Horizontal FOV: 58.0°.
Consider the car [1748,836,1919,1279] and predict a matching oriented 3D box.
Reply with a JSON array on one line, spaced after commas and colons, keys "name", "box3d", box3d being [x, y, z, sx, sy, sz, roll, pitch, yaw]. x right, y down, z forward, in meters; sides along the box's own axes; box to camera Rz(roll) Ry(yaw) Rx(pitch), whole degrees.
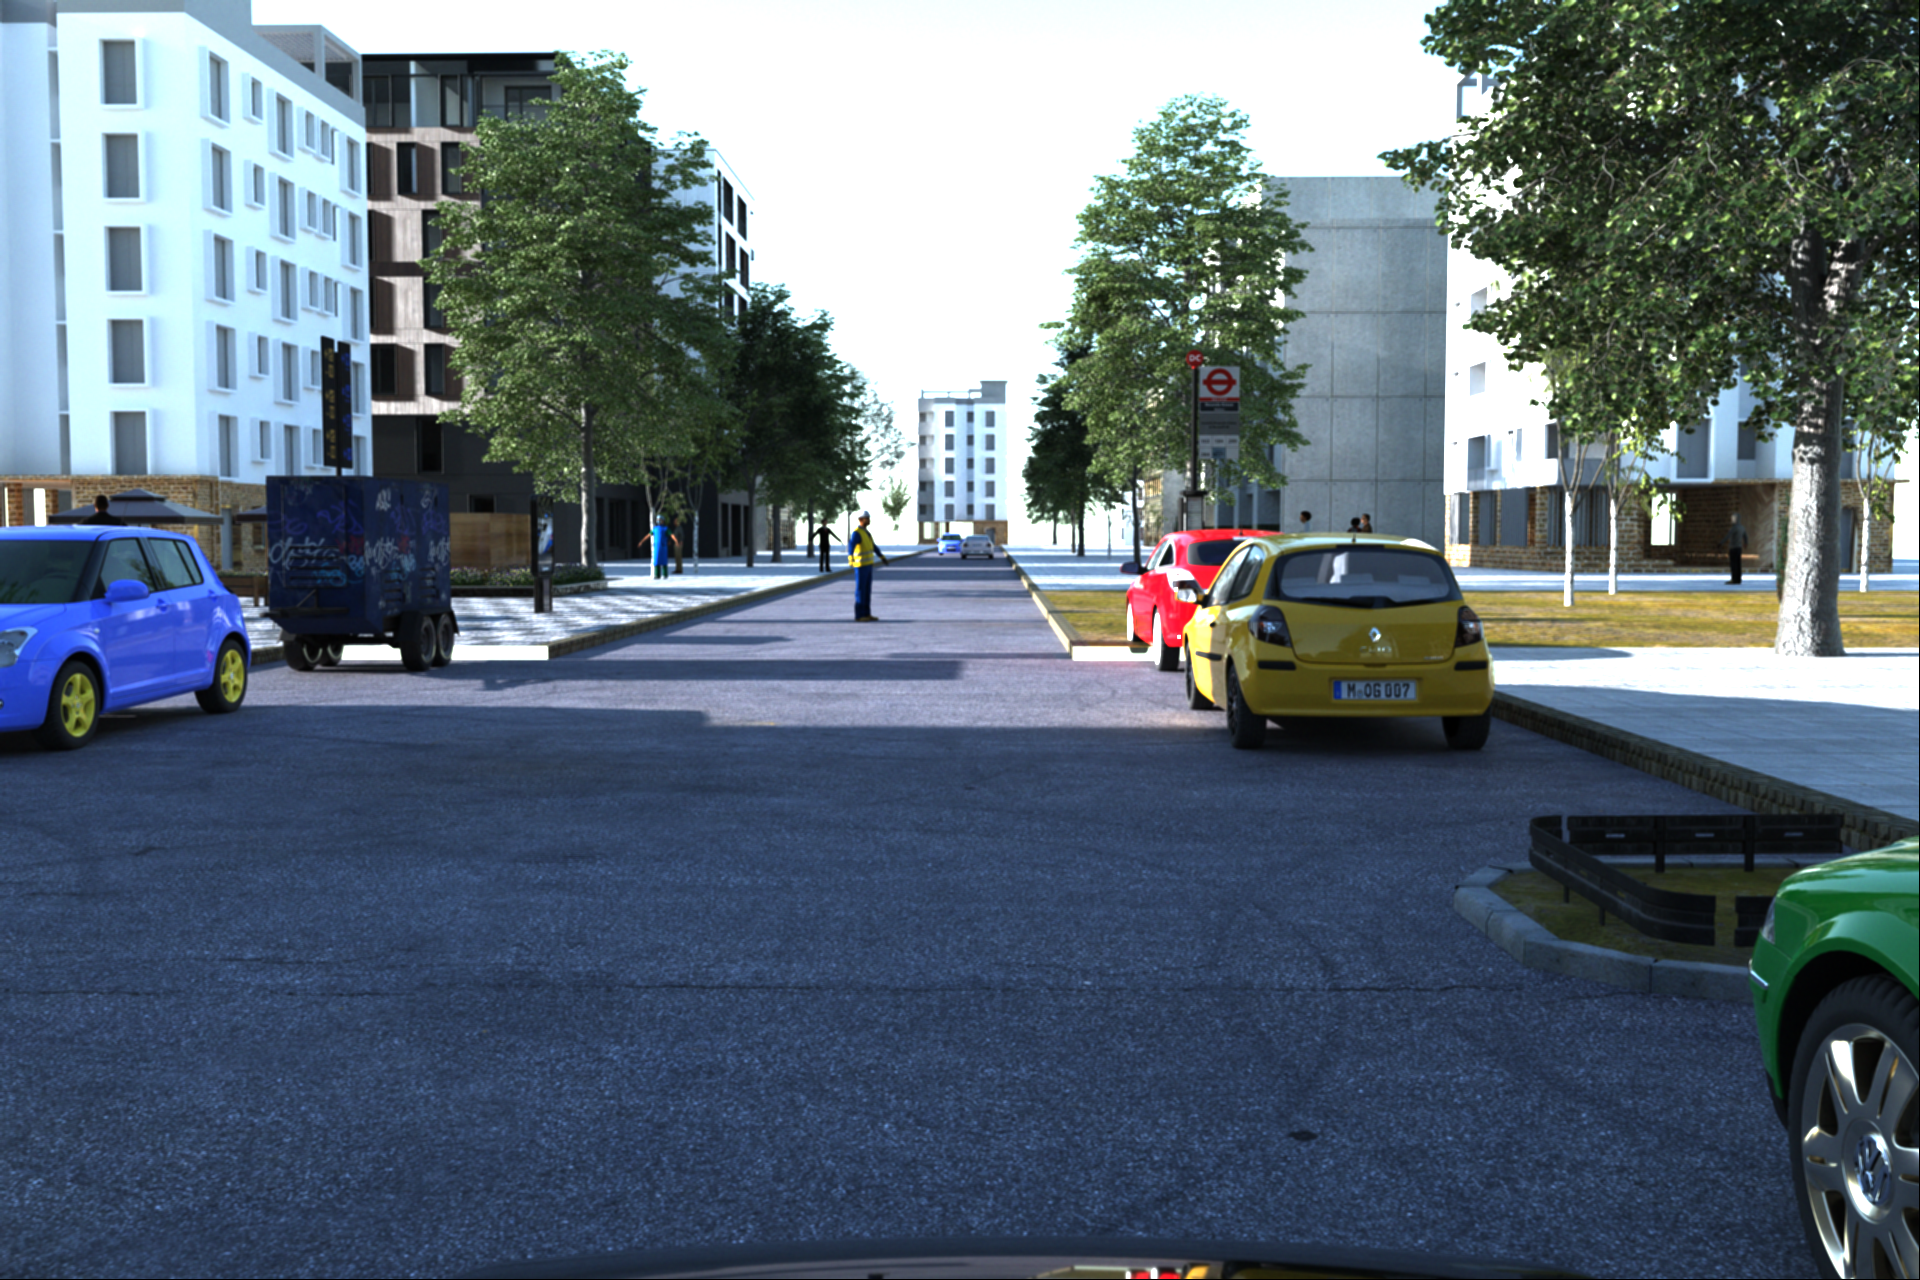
[{"name": "car", "box3d": [2.439, 0.441, 1.588, 1.959, 1.807, 4.718, 0, 3, 0]}]

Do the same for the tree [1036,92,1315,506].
[{"name": "tree", "box3d": [5.742, -7.784, 45.399, 7.486, 12.596, 7.792, 0, 3, 0]}]

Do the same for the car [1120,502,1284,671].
[{"name": "car", "box3d": [2.934, -0.645, 19.580, 2.155, 1.783, 4.494, 0, 4, 0]}]

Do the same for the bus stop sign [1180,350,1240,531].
[{"name": "bus stop sign", "box3d": [3.622, -2.231, 25.184, 0.855, 3.939, 0.416, 0, 4, 2]}]

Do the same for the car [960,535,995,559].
[{"name": "car", "box3d": [1.009, -5.383, 100.369, 2.083, 1.381, 4.827, 0, 4, 1]}]

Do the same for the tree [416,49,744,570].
[{"name": "tree", "box3d": [-8.835, -7.499, 40.740, 7.486, 12.596, 7.792, 0, 3, 0]}]

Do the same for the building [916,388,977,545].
[{"name": "building", "box3d": [-4.968, -21.843, 216.006, 11.380, 20.090, 16.016, 0, 4, -8]}]

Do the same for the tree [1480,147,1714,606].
[{"name": "tree", "box3d": [10.947, -4.937, 31.088, 4.360, 8.622, 3.978, 0, 3, 0]}]

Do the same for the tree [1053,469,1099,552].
[{"name": "tree", "box3d": [8.492, -10.630, 124.169, 4.737, 8.622, 4.395, 0, 3, 0]}]

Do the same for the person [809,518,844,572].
[{"name": "person", "box3d": [-4.551, -3.196, 58.440, 1.347, 1.806, 0.705, -2, 4, -34]}]

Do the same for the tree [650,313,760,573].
[{"name": "tree", "box3d": [-8.708, -6.529, 57.116, 4.737, 8.622, 4.395, 0, 3, 0]}]

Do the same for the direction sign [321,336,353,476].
[{"name": "direction sign", "box3d": [-7.280, -1.732, 20.308, 0.379, 3.537, 0.876, 0, 3, 0]}]

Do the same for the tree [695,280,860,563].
[{"name": "tree", "box3d": [-8.407, -9.796, 78.299, 7.486, 12.596, 7.792, 0, 3, 0]}]

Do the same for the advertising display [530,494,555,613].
[{"name": "advertising display", "box3d": [-6.841, -1.417, 28.390, 0.123, 1.923, 0.974, 0, 4, 2]}]

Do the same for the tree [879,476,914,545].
[{"name": "tree", "box3d": [-7.796, -15.975, 211.555, 4.737, 8.622, 4.395, 0, 3, 0]}]

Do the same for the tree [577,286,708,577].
[{"name": "tree", "box3d": [-8.958, -6.167, 51.196, 4.360, 8.622, 3.978, 0, 3, 0]}]

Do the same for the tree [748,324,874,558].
[{"name": "tree", "box3d": [-8.554, -10.759, 94.043, 7.486, 12.596, 7.792, 0, 3, 0]}]

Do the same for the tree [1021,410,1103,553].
[{"name": "tree", "box3d": [7.319, -11.090, 115.729, 7.601, 10.594, 8.767, -3, 4, -36]}]

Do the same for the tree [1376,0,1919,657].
[{"name": "tree", "box3d": [8.971, -6.816, 18.091, 9.857, 13.997, 8.962, 0, 3, 0]}]

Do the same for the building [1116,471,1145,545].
[{"name": "building", "box3d": [22.875, -15.416, 194.190, 9.099, 9.664, 28.070, 0, 4, 1]}]

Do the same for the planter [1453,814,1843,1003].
[{"name": "planter", "box3d": [2.872, 0.913, 6.211, 1.991, 0.319, 1.994, 0, 4, 1]}]

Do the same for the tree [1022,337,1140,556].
[{"name": "tree", "box3d": [7.189, -11.105, 99.689, 7.486, 12.596, 7.792, 0, 3, 0]}]

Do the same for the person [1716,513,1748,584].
[{"name": "person", "box3d": [19.799, -2.333, 44.272, 1.348, 1.813, 0.705, -3, 4, -36]}]

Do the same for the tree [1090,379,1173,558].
[{"name": "tree", "box3d": [7.538, -7.405, 71.442, 4.360, 8.622, 3.978, 0, 3, 0]}]

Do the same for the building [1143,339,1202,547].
[{"name": "building", "box3d": [28.088, -20.671, 168.906, 19.493, 23.208, 18.063, 0, 4, 1]}]

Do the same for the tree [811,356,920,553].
[{"name": "tree", "box3d": [-7.591, -12.757, 118.939, 12.009, 13.543, 11.850, 0, 3, 0]}]

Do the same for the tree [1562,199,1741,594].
[{"name": "tree", "box3d": [14.159, -5.286, 36.781, 4.737, 8.622, 4.395, 0, 3, 0]}]

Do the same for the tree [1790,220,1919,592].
[{"name": "tree", "box3d": [20.355, -5.372, 38.194, 4.737, 8.622, 4.395, 0, 3, 0]}]

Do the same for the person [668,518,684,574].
[{"name": "person", "box3d": [-9.165, -3.051, 56.148, 0.705, 1.796, 1.348, -2, 4, -27]}]

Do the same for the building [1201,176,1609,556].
[{"name": "building", "box3d": [23.401, -13.930, 94.215, 16.747, 18.905, 31.486, 0, 4, 1]}]

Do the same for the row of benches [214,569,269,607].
[{"name": "row of benches", "box3d": [-12.782, -0.929, 30.657, 4.104, 0.672, 1.422, 0, 4, -4]}]

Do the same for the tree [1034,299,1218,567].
[{"name": "tree", "box3d": [6.178, -7.871, 63.096, 7.601, 10.594, 8.767, 0, 4, 0]}]

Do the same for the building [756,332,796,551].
[{"name": "building", "box3d": [-23.872, -19.046, 142.334, 19.493, 23.208, 18.063, 0, 4, 1]}]

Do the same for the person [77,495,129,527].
[{"name": "person", "box3d": [-11.437, -1.033, 23.117, 1.346, 1.802, 0.704, -2, 4, -25]}]

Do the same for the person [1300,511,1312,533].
[{"name": "person", "box3d": [7.905, -2.056, 39.802, 0.705, 1.806, 1.347, 1, 4, 14]}]

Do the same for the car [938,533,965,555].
[{"name": "car", "box3d": [-0.560, -6.661, 118.495, 1.945, 1.707, 3.694, 0, 4, 1]}]

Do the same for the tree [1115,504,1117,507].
[{"name": "tree", "box3d": [22.620, -17.085, 213.750, 7.601, 10.594, 8.767, 0, 4, -1]}]

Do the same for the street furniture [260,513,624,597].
[{"name": "street furniture", "box3d": [-11.094, -1.856, 37.205, 11.010, 1.723, 9.812, 0, 4, 0]}]

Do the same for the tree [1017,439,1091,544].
[{"name": "tree", "box3d": [11.956, -18.913, 215.876, 9.857, 13.997, 8.962, 0, 3, 0]}]

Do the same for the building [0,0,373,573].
[{"name": "building", "box3d": [-28.403, -12.154, 55.144, 16.016, 20.090, 11.380, 0, 4, 1]}]

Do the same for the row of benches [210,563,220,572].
[{"name": "row of benches", "box3d": [-18.936, -1.483, 39.710, 4.104, 0.672, 1.422, 1, 4, 15]}]

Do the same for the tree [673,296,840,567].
[{"name": "tree", "box3d": [-7.877, -8.113, 67.054, 7.601, 10.594, 8.767, -3, 5, -43]}]

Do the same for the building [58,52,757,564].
[{"name": "building", "box3d": [-26.911, -15.073, 90.417, 27.936, 21.610, 32.646, 0, 4, 2]}]

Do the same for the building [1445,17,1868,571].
[{"name": "building", "box3d": [25.117, -13.036, 69.559, 16.016, 20.090, 11.380, 0, 4, 1]}]

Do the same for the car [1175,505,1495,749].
[{"name": "car", "box3d": [2.681, -0.168, 12.970, 2.015, 1.641, 3.980, 0, 4, 1]}]

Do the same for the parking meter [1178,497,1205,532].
[{"name": "parking meter", "box3d": [3.667, -1.332, 27.493, 0.399, 1.863, 0.255, 0, 4, 0]}]

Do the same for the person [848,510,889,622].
[{"name": "person", "box3d": [-1.556, -1.227, 28.493, 0.705, 1.833, 1.349, 1, 4, 23]}]

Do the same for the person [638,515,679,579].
[{"name": "person", "box3d": [-8.494, -2.627, 49.081, 1.347, 1.817, 0.704, 1, 4, 23]}]

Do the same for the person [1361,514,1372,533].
[{"name": "person", "box3d": [10.657, -2.415, 45.629, 0.704, 1.812, 1.346, 1, 4, 10]}]

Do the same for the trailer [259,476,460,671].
[{"name": "trailer", "box3d": [-6.291, -0.652, 17.708, 1.471, 1.999, 3.904, 0, 4, 1]}]

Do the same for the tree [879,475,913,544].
[{"name": "tree", "box3d": [-7.980, -16.253, 216.095, 4.737, 8.622, 4.395, 0, 3, 0]}]

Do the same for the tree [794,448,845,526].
[{"name": "tree", "box3d": [-18.136, -18.646, 211.514, 9.857, 13.997, 8.962, 0, 3, 0]}]

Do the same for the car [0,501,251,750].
[{"name": "car", "box3d": [-6.677, -0.185, 12.614, 1.945, 1.707, 3.694, 0, 4, 1]}]

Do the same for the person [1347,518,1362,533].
[{"name": "person", "box3d": [13.196, -3.152, 57.675, 1.345, 1.843, 0.704, 3, 5, 42]}]

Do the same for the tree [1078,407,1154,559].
[{"name": "tree", "box3d": [7.470, -8.402, 87.731, 4.360, 8.622, 3.978, 0, 3, 0]}]
